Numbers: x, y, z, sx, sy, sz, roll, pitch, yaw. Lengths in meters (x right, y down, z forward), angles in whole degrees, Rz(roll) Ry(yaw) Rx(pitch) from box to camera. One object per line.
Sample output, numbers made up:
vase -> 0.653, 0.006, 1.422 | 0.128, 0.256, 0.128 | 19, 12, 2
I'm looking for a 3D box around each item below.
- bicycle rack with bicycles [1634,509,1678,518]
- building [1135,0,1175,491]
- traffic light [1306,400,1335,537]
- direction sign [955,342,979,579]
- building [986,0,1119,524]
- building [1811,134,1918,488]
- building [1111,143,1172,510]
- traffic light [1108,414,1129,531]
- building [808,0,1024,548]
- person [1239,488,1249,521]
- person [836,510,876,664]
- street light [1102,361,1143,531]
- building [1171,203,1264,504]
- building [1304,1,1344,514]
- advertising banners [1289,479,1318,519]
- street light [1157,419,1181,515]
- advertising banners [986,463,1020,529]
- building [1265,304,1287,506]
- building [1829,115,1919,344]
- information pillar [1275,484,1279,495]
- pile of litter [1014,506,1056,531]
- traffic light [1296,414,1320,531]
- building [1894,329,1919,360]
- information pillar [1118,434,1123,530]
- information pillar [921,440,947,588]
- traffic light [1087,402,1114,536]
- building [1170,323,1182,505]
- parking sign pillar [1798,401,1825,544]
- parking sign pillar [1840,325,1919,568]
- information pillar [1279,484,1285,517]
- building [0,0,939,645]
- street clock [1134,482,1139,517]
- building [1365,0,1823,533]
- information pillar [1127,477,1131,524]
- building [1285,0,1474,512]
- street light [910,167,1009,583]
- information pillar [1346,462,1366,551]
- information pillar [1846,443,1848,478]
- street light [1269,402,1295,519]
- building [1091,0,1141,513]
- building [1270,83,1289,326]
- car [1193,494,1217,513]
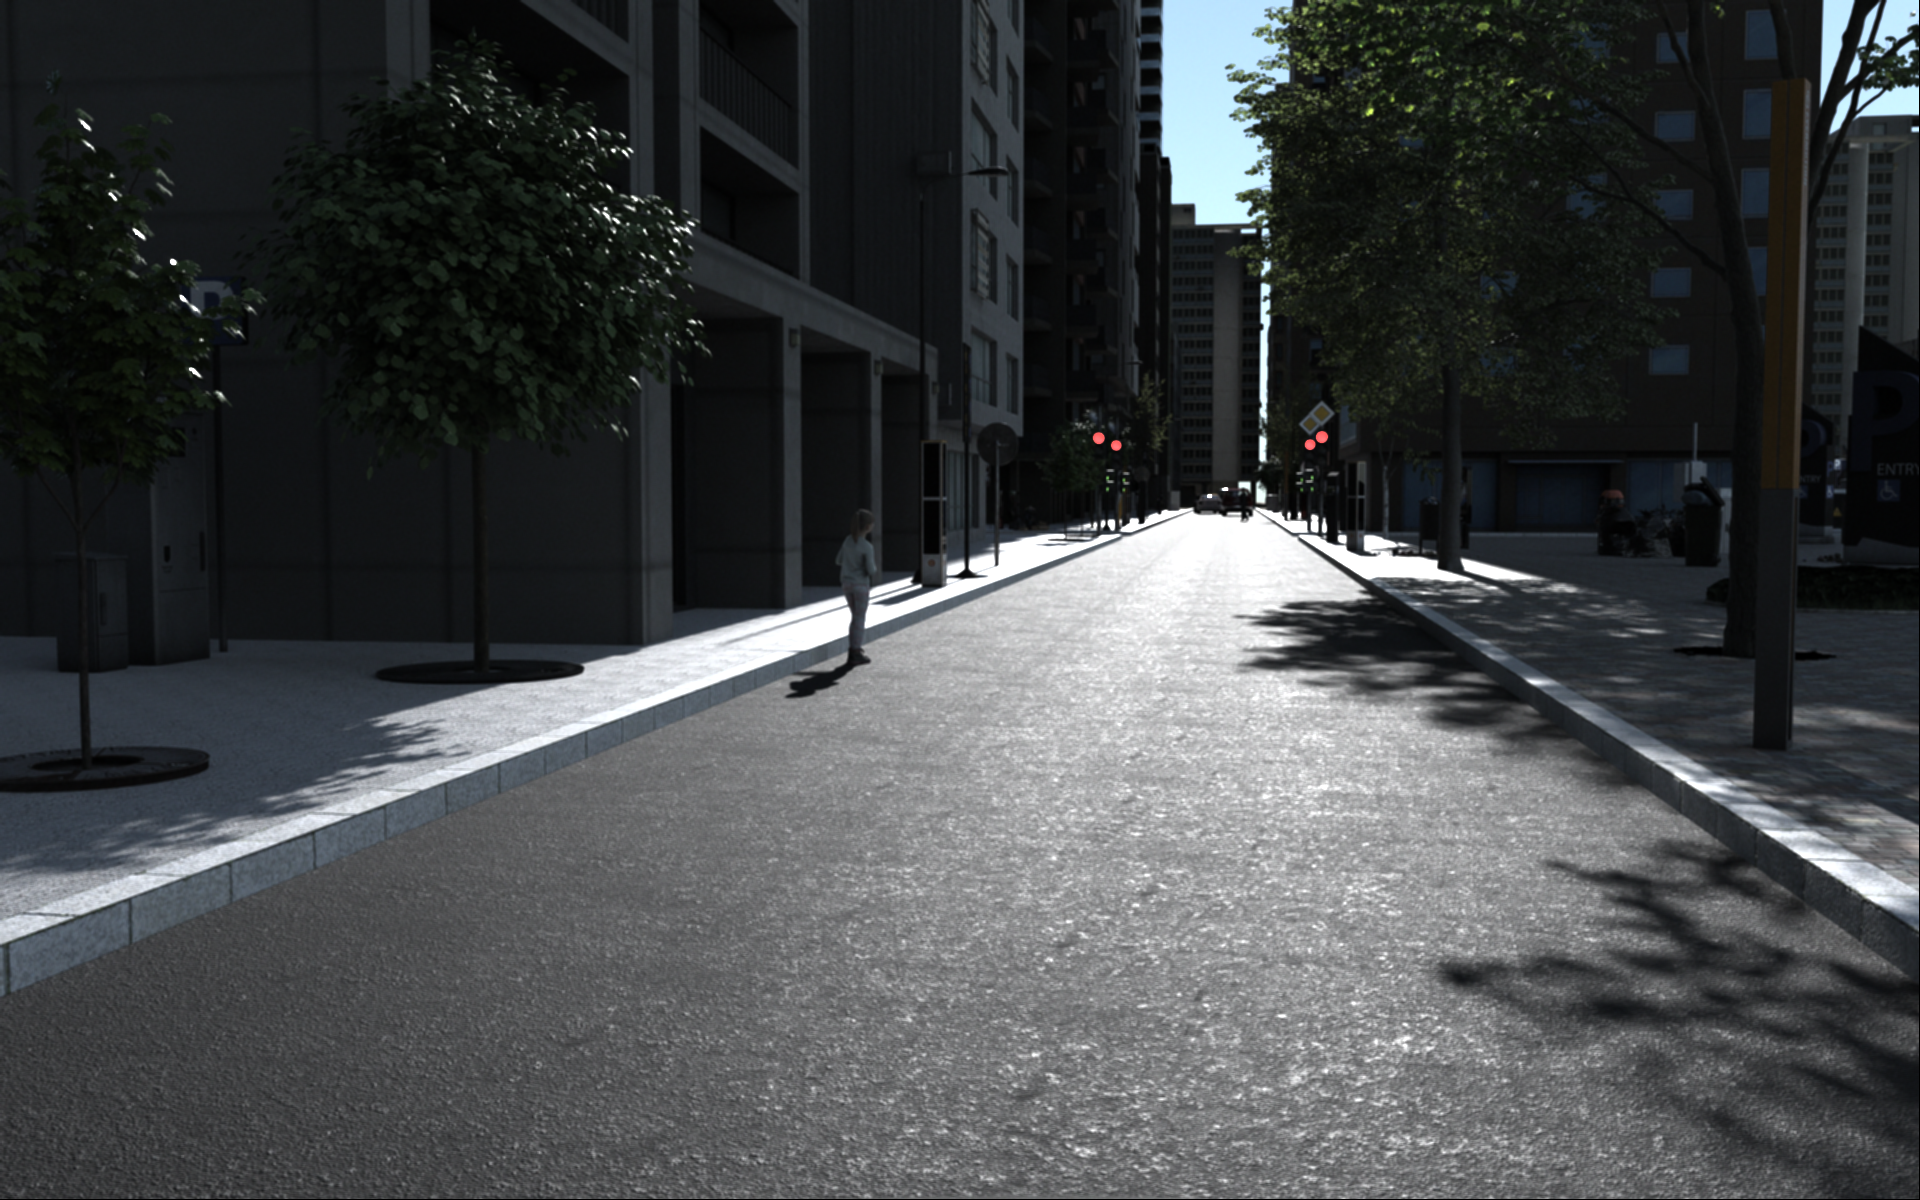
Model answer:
bicycle rack with bicycles -> 16.566, -1.672, 40.713 | 2.852, 0.926, 2.925 | -1, 4, -15
building -> 9.587, -52.104, 164.579 | 22.319, 86.520, 31.000 | 1, 4, 9
traffic light -> 10.815, -3.857, 51.981 | 0.839, 4.253, 0.868 | 1, 4, 9
direction sign -> 0.105, -2.103, 26.374 | 0.379, 3.537, 0.876 | 0, 4, 6
building -> -3.694, -26.384, 86.006 | 22.147, 44.769, 28.867 | 1, 4, 9
building -> 82.486, -30.084, 183.753 | 23.993, 40.220, 32.217 | 1, 4, 9
building -> 10.136, -22.726, 143.274 | 14.160, 30.474, 14.107 | 1, 4, 9
traffic light -> 5.526, -4.401, 60.880 | 0.839, 4.253, 0.868 | 1, 4, 9
building -> -5.684, -22.059, 44.266 | 14.086, 41.232, 14.154 | 1, 4, 9
person -> 14.988, -5.039, 91.308 | 0.534, 1.772, 0.576 | 0, 4, 5
person -> -0.858, -0.116, 14.671 | 0.425, 1.301, 0.394 | 2, 4, 27
street light -> 5.695, -5.395, 60.744 | 1.470, 5.913, 1.316 | 1, 4, 9
building -> 28.911, -33.203, 234.747 | 23.993, 40.220, 32.217 | 1, 4, 9
building -> 33.017, -27.770, 108.662 | 22.147, 44.769, 28.867 | 1, 4, 9
advertising banners -> 17.983, -5.767, 90.482 | 0.090, 3.025, 2.074 | -3, 4, -36
street light -> 12.967, -8.251, 107.437 | 1.470, 5.913, 1.316 | 1, 4, 9
advertising banners -> 1.457, -4.117, 63.507 | 0.090, 3.025, 2.074 | -3, 5, -40
building -> 44.432, -19.892, 170.277 | 27.650, 21.520, 28.899 | 1, 4, 9
building -> 102.663, -30.939, 189.447 | 14.086, 41.232, 14.154 | 1, 4, 9
information pillar -> 22.585, -7.251, 123.038 | 0.304, 2.012, 0.304 | 3, 4, 38
pile of litter -> 2.644, -2.894, 61.275 | 1.719, 0.858, 1.176 | -1, 4, -15
traffic light -> 12.060, -4.339, 59.869 | 0.839, 4.253, 0.868 | 1, 4, 9
building -> 52.490, -45.789, 61.319 | 31.000, 86.520, 22.319 | 1, 4, 9
information pillar -> 5.700, -4.317, 61.931 | 0.183, 3.616, 0.504 | 1, 4, 21
information pillar -> -0.358, -1.185, 23.870 | 0.304, 2.012, 0.304 | 1, 4, 13
traffic light -> 4.282, -3.919, 52.992 | 0.839, 4.253, 0.868 | 1, 4, 9
building -> 10.431, -21.636, 198.783 | 28.899, 21.520, 27.650 | 1, 4, 9
parking sign pillar -> 21.981, -3.457, 44.988 | 1.447, 3.967, 1.447 | -2, 4, -35
parking sign pillar -> 14.690, -2.369, 27.200 | 1.447, 3.967, 1.447 | -3, 4, -38
information pillar -> 18.587, -5.787, 99.109 | 0.304, 2.012, 0.304 | -1, 4, -11
building -> -11.159, -35.841, 24.246 | 20.563, 71.187, 20.611 | 1, 4, 9
street clock -> 10.100, -5.708, 97.897 | 0.471, 2.002, 0.358 | 1, 4, 10
building -> 21.526, -25.232, 62.658 | 14.200, 45.320, 14.600 | 1, 4, 9
information pillar -> 7.195, -4.304, 74.868 | 0.304, 2.012, 0.304 | 1, 4, 23
building -> 35.374, -30.505, 148.865 | 14.600, 45.320, 14.200 | 1, 4, 9
street light -> -0.006, -3.199, 24.840 | 1.470, 5.913, 1.316 | 1, 4, 9
information pillar -> 8.975, -2.127, 39.267 | 0.304, 2.012, 0.304 | -3, 5, -39
information pillar -> 31.305, -4.240, 60.675 | 0.183, 3.616, 0.504 | -2, 4, -26
street light -> 16.226, -7.012, 87.193 | 1.470, 5.913, 1.316 | 1, 4, 9
building -> -1.361, -32.582, 121.955 | 28.713, 52.752, 27.495 | 1, 4, 9
building -> 45.890, -34.926, 194.736 | 21.300, 48.544, 21.600 | 1, 4, 9
car -> 18.775, -7.493, 132.302 | 2.009, 1.686, 4.222 | 1, 4, 10
